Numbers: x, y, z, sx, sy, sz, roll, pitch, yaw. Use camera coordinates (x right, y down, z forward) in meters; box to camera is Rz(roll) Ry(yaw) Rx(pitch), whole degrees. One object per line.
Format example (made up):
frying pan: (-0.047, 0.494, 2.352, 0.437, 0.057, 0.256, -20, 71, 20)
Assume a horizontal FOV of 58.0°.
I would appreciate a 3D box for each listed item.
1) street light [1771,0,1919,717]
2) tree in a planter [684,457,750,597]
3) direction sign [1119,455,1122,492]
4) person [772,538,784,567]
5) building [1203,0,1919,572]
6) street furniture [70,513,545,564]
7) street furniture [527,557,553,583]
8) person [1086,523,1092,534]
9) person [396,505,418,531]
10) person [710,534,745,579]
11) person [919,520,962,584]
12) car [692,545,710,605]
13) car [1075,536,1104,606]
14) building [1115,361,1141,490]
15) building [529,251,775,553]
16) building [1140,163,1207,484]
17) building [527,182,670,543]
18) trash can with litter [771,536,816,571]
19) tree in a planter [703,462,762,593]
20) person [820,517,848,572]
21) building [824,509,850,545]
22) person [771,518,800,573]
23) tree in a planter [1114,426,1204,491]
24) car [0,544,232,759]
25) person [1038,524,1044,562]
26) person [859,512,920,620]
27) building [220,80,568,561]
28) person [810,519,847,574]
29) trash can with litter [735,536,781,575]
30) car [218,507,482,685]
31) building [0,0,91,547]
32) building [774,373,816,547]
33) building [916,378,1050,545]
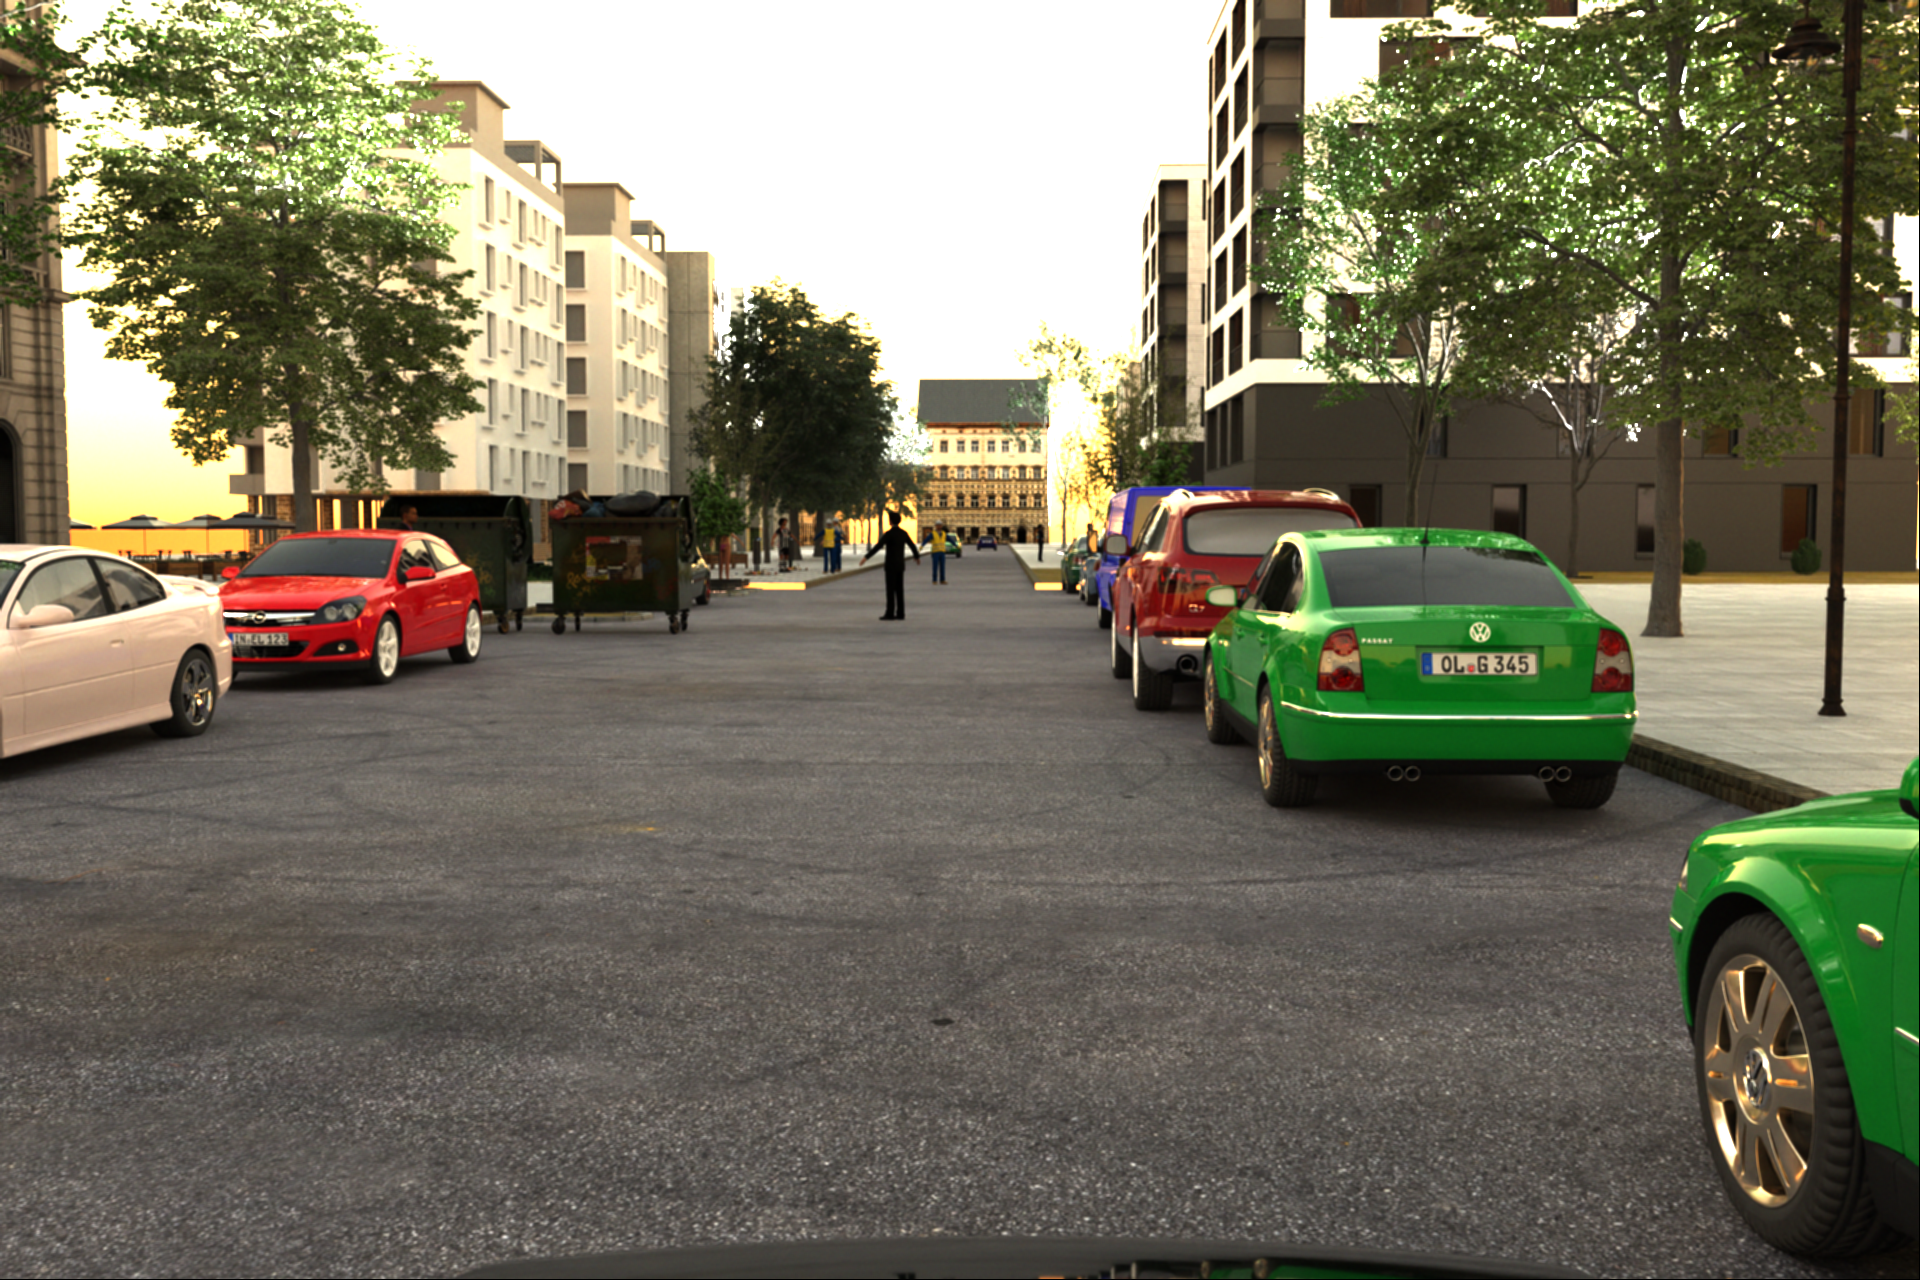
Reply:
street light: (6.175, -2.403, 12.083, 0.468, 5.910, 1.993, 0, 4, 1)
tree in a planter: (-5.965, -2.631, 40.246, 1.991, 3.239, 1.994, 0, 4, 2)
direction sign: (4.612, -3.538, 49.842, 0.379, 3.537, 0.876, 0, 4, 1)
person: (-7.103, -3.614, 68.350, 0.599, 1.433, 0.991, 2, 4, 30)
building: (24.228, -14.103, 74.554, 27.936, 21.610, 32.646, 0, 4, 1)
street furniture: (-28.018, -3.455, 61.520, 27.439, 1.986, 14.083, -1, 4, -8)
street furniture: (-12.806, -1.897, 46.641, 10.072, 0.657, 5.734, -2, 4, -34)
person: (5.961, -4.539, 80.334, 0.705, 1.813, 1.348, 2, 4, 23)
person: (-7.009, -0.821, 22.106, 0.704, 1.802, 1.346, 0, 4, -3)
person: (-6.276, -2.432, 46.564, 1.217, 1.733, 0.721, 2, 4, 33)
person: (-0.595, -2.515, 49.546, 1.349, 1.833, 0.705, -2, 4, -25)
car: (-5.977, -1.469, 33.804, 2.009, 1.686, 4.222, 0, 4, 1)
car: (3.424, -1.467, 35.984, 2.014, 1.417, 4.499, 0, 4, 2)
building: (25.961, -19.529, 185.754, 16.747, 18.905, 31.486, 0, 4, 2)
building: (-23.720, -15.771, 124.307, 16.747, 18.905, 31.486, 0, 4, 1)
building: (25.444, -16.376, 111.725, 27.936, 21.610, 32.646, 0, 4, 2)
building: (-23.280, -14.566, 94.566, 16.016, 20.090, 11.380, 0, 4, 1)
trash can with litter: (-5.882, -3.092, 61.610, 1.678, 1.210, 2.233, 0, 4, 1)
tree in a planter: (-5.958, -2.789, 42.829, 1.991, 3.239, 1.994, 0, 4, 2)
person: (-4.215, -3.232, 58.704, 0.705, 1.847, 1.347, 3, 4, 37)
building: (-23.462, -23.130, 209.107, 19.493, 23.208, 18.063, 0, 4, 2)
person: (-5.875, -3.166, 57.906, 0.704, 1.843, 1.345, 3, 4, 38)
tree in a planter: (3.383, -1.931, 28.802, 1.991, 3.239, 1.994, 0, 4, 2)
car: (-6.342, 0.086, 10.950, 2.083, 1.381, 4.827, 0, 4, 1)
person: (3.809, -4.489, 80.115, 0.721, 1.740, 1.216, 0, 4, 1)
person: (-1.115, -1.242, 28.950, 0.705, 1.806, 1.347, 3, 5, 44)
building: (-24.862, -13.292, 73.738, 16.016, 20.090, 11.380, 0, 4, 1)
person: (-4.275, -3.050, 56.335, 1.216, 1.772, 0.721, -1, 4, -16)
trash can with litter: (-6.250, -2.670, 54.706, 1.678, 1.210, 2.233, 0, 4, 3)
car: (-6.314, -0.537, 17.825, 2.155, 1.783, 4.494, 0, 4, 1)
building: (-31.122, -11.981, 36.546, 13.314, 22.015, 24.055, 0, 4, 2)
building: (-25.193, -21.507, 182.569, 19.493, 23.208, 18.063, 0, 4, 2)
building: (3.293, -25.045, 242.871, 18.063, 23.208, 19.493, 0, 4, 1)
